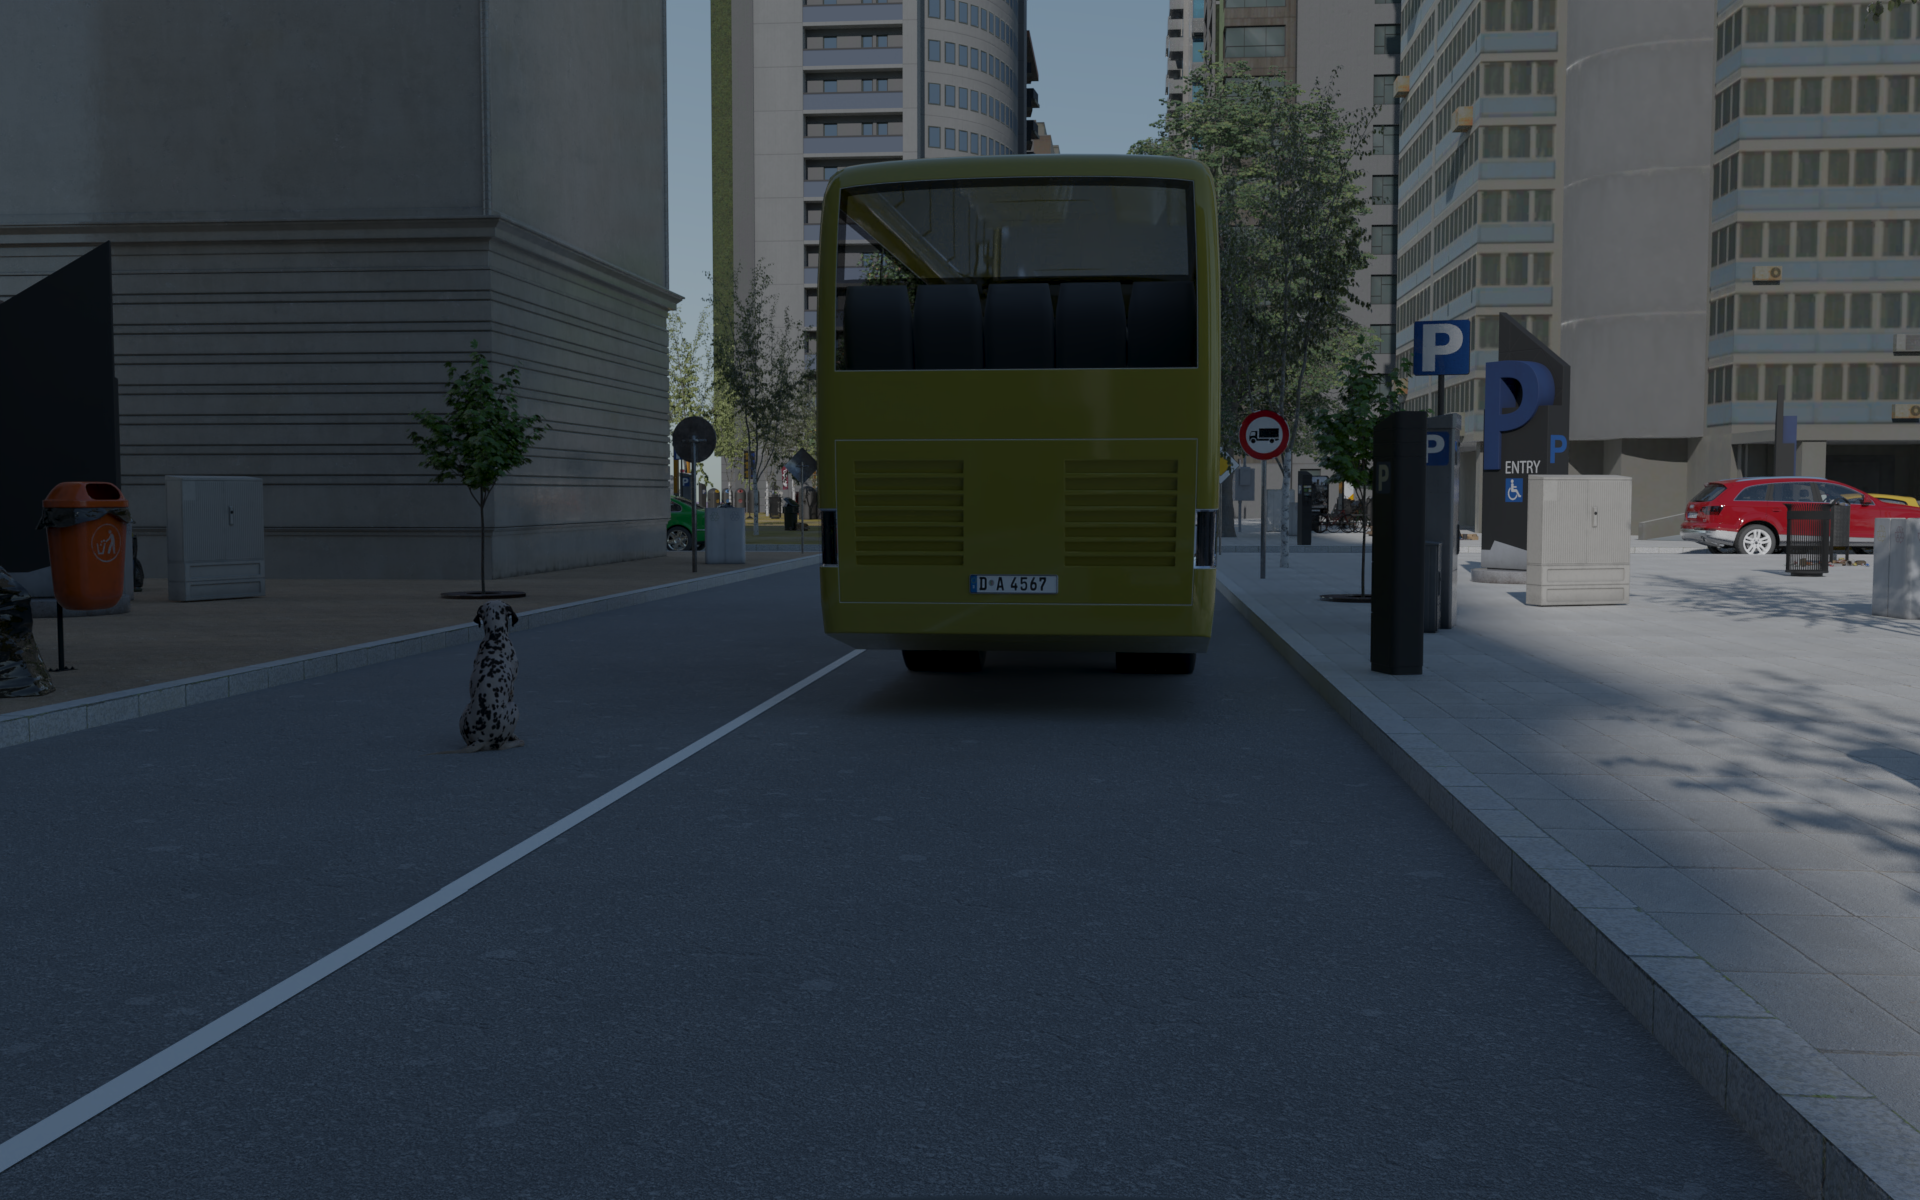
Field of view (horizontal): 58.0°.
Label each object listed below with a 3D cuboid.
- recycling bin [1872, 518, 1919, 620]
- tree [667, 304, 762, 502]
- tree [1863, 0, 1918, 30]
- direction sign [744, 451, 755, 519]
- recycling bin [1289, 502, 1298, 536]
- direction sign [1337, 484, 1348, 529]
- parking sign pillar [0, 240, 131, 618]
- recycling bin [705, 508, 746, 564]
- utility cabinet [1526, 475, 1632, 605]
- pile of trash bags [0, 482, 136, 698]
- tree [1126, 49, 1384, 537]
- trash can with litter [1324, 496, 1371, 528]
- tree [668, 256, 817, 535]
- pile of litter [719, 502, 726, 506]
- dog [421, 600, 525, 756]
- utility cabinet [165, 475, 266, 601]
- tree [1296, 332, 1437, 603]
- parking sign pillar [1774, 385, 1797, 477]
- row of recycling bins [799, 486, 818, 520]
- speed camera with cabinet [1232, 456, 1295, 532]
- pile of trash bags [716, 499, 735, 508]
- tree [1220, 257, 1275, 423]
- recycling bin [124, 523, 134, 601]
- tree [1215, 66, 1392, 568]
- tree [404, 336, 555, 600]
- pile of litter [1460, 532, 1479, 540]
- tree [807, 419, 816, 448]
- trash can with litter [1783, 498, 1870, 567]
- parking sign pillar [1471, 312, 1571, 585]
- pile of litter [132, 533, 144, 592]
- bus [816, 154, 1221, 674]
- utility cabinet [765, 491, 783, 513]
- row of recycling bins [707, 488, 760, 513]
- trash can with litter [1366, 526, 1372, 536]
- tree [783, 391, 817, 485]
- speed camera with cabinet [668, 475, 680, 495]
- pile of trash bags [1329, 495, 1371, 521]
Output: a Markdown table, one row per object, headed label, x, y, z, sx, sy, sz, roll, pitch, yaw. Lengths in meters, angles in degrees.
| label | x | y | z | sx | sy | sz | roll | pitch | yaw |
| --- | --- | --- | --- | --- | --- | --- | --- | --- | --- |
| recycling bin | 10.014 | -0.333 | 17.994 | 0.722 | 1.027 | 0.722 | 0 | 3 | 0 |
| tree | -10.258 | -7.103 | 66.490 | 4.737 | 8.622 | 4.395 | 0 | 3 | 0 |
| tree | 7.831 | -3.726 | 11.286 | 4.360 | 8.622 | 3.978 | 0 | 3 | 0 |
| direction sign | -11.002 | -6.027 | 90.539 | 0.379 | 3.537 | 0.876 | 2 | 4 | 32 |
| recycling bin | 10.288 | -2.472 | 52.968 | 0.722 | 1.027 | 0.722 | 2 | 4 | 32 |
| direction sign | 14.119 | -4.393 | 63.822 | 0.379 | 3.537 | 0.876 | -1 | 4 | -13 |
| parking sign pillar | -9.692 | -1.834 | 18.451 | 1.447 | 3.967 | 1.447 | -1 | 4 | -19 |
| recycling bin | -4.328 | -1.187 | 31.960 | 0.722 | 1.027 | 0.722 | 0 | 4 | -6 |
| utility cabinet | 7.107 | -0.684 | 19.867 | 1.173 | 1.500 | 0.318 | -1 | 4 | -16 |
| pile of trash bags | -6.709 | -0.085 | 11.136 | 1.912 | 1.369 | 3.447 | 1 | 4 | 17 |
| tree | 7.994 | -8.853 | 51.403 | 9.857 | 13.997 | 8.962 | 0 | 3 | 0 |
| trash can with litter | 15.347 | -3.365 | 66.073 | 2.233 | 1.210 | 1.678 | -3 | 5 | -41 |
| tree | -6.191 | -6.315 | 53.609 | 4.360 | 8.622 | 3.978 | 0 | 3 | 0 |
| pile of litter | -13.397 | -5.126 | 97.781 | 1.719 | 0.858 | 1.176 | 0 | 4 | -3 |
| dog | -2.751 | 0.432 | 9.773 | 0.513 | 0.831 | 0.800 | 2 | 4 | 35 |
| utility cabinet | -8.989 | -0.751 | 20.958 | 0.318 | 1.500 | 1.173 | 2 | 4 | 27 |
| tree | 4.797 | -1.609 | 20.905 | 1.663 | 3.219 | 1.824 | 0 | 3 | 0 |
| parking sign pillar | 20.658 | -3.361 | 43.432 | 1.447 | 3.967 | 1.447 | 2 | 4 | 23 |
| row of recycling bins | -6.712 | -4.948 | 88.020 | 1.069 | 1.692 | 3.534 | 3 | 5 | 43 |
| speed camera with cabinet | 10.301 | -3.941 | 58.777 | 2.038 | 3.252 | 0.660 | 0 | 4 | -2 |
| pile of trash bags | -7.475 | -2.241 | 46.394 | 3.447 | 1.369 | 1.912 | 1 | 4 | 21 |
| tree | 9.081 | -8.769 | 69.135 | 9.928 | 11.665 | 9.643 | 0 | 3 | 0 |
| recycling bin | -10.296 | -0.488 | 20.541 | 0.722 | 1.027 | 0.722 | 0 | 4 | -8 |
| tree | 5.588 | -4.885 | 30.232 | 4.360 | 8.622 | 3.978 | 0 | 3 | 0 |
| tree | -6.071 | -1.644 | 21.477 | 1.663 | 3.219 | 1.824 | 0 | 3 | 0 |
| pile of litter | 14.016 | -2.134 | 48.849 | 1.176 | 0.858 | 1.719 | 0 | 4 | 8 |
| tree | -1.292 | -9.283 | 68.790 | 9.611 | 12.733 | 9.660 | 0 | 3 | 0 |
| trash can with litter | 15.494 | -1.228 | 31.142 | 2.233 | 1.210 | 1.678 | -2 | 4 | -32 |
| parking sign pillar | 8.202 | -2.242 | 25.132 | 1.447 | 3.967 | 1.447 | -2 | 4 | -26 |
| pile of litter | -11.334 | -0.542 | 22.819 | 1.176 | 0.858 | 1.719 | 0 | 4 | -7 |
| bus | 1.067 | -1.541 | 16.734 | 2.896 | 3.916 | 12.252 | 0 | 4 | 7 |
| utility cabinet | -12.231 | -6.436 | 113.912 | 1.173 | 1.500 | 0.318 | 0 | 4 | -5 |
| row of recycling bins | -15.358 | -6.743 | 117.363 | 3.534 | 1.692 | 1.069 | -1 | 4 | -17 |
| trash can with litter | 12.912 | -2.524 | 52.648 | 1.055 | 1.170 | 0.624 | -2 | 4 | -26 |
| tree | -10.089 | -10.198 | 117.107 | 4.737 | 8.622 | 4.395 | 0 | 3 | 0 |
| speed camera with cabinet | -13.558 | -5.443 | 83.328 | 2.038 | 3.252 | 0.660 | 3 | 5 | 43 |
| pile of trash bags | 18.248 | -4.477 | 82.959 | 3.447 | 1.369 | 1.912 | 0 | 4 | -3 |
